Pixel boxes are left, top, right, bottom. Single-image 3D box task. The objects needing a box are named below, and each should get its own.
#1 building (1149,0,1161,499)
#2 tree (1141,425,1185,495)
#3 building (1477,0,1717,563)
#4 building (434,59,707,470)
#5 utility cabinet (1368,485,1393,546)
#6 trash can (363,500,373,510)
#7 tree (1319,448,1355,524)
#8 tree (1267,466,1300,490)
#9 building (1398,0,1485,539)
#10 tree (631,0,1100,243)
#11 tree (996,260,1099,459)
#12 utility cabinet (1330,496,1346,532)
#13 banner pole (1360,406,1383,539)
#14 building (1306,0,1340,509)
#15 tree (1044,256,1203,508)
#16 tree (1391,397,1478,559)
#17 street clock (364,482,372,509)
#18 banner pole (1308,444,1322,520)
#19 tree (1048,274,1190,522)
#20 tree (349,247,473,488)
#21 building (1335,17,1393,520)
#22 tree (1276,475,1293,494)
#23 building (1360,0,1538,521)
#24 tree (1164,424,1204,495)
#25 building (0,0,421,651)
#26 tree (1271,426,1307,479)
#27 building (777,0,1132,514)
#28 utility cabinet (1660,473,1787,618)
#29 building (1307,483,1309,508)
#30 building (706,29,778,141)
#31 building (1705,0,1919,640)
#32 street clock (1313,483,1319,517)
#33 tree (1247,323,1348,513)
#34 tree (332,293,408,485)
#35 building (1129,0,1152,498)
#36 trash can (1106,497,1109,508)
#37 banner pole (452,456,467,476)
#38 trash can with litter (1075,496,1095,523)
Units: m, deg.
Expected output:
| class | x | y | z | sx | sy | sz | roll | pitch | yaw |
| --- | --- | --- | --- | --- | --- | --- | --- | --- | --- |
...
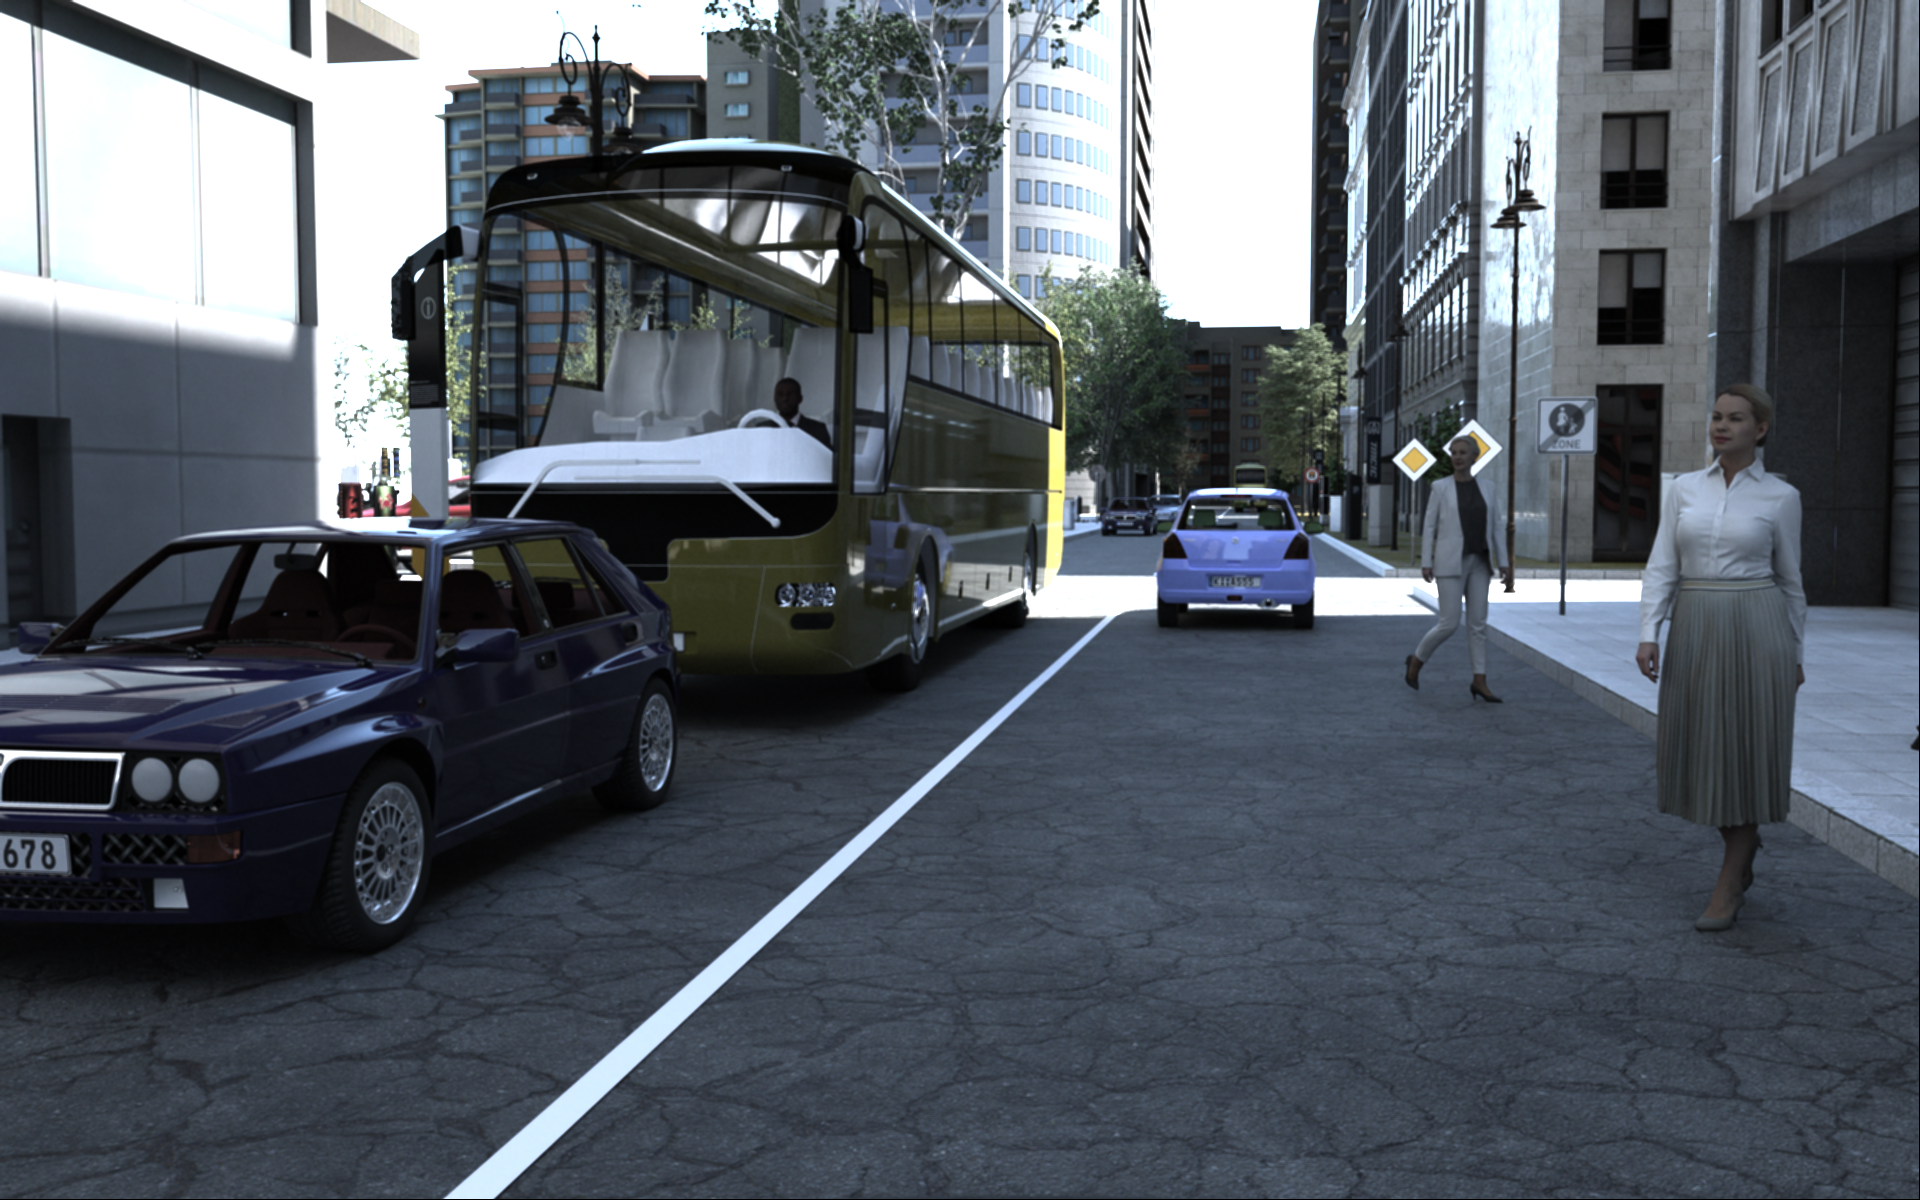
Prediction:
| class | x | y | z | sx | sy | sz | roll | pitch | yaw |
| --- | --- | --- | --- | --- | --- | --- | --- | --- | --- |
| building | 9.004 | -44.800 | 170.732 | 20.611 | 71.187 | 20.563 | 1 | 4 | 9 |
| tree | 14.982 | -11.081 | 131.538 | 4.737 | 8.622 | 4.395 | 0 | 3 | 0 |
| building | 20.130 | -11.057 | 35.533 | 16.860 | 20.320 | 10.420 | 1 | 4 | 9 |
| building | -36.898 | -32.009 | 177.963 | 28.867 | 44.769 | 22.147 | 1 | 4 | 9 |
| utility cabinet | 10.360 | -2.072 | 42.557 | 0.318 | 1.500 | 1.173 | 2 | 4 | 33 |
| trash can | -14.599 | -1.853 | 41.948 | 0.748 | 1.137 | 0.748 | 0 | 3 | 0 |
| tree | 15.855 | -4.824 | 73.477 | 1.663 | 3.219 | 1.824 | 0 | 3 | 0 |
| tree | 32.591 | -11.674 | 174.583 | 4.285 | 4.588 | 4.351 | 0 | 3 | 0 |
| building | 18.602 | -12.333 | 50.796 | 9.793 | 20.994 | 18.267 | 1 | 4 | 9 |
| tree | -1.831 | -11.364 | 41.696 | 12.611 | 20.169 | 13.585 | 0 | 3 | 0 |
| tree | 2.090 | -6.333 | 53.901 | 4.737 | 8.622 | 4.395 | 0 | 3 | 0 |
| utility cabinet | 12.896 | -2.917 | 58.861 | 0.306 | 1.237 | 1.020 | -1 | 4 | -9 |
| banner pole | 11.672 | -3.636 | 49.474 | 0.863 | 3.779 | 0.401 | -1 | 4 | -16 |
| building | 38.483 | -30.855 | 154.588 | 14.600 | 45.320 | 14.200 | 1 | 4 | 9 |
| tree | 8.072 | -11.331 | 91.911 | 9.857 | 13.997 | 8.962 | 0 | 3 | 0 |
| tree | 9.734 | -2.439 | 34.486 | 1.663 | 3.219 | 1.824 | 0 | 3 | 0 |
| street clock | -35.018 | -5.993 | 102.559 | 0.471 | 2.002 | 0.358 | 2 | 4 | 35 |
| banner pole | 17.695 | -5.868 | 85.965 | 0.863 | 3.779 | 0.401 | -1 | 4 | -15 |
| tree | 6.868 | -9.494 | 80.976 | 9.928 | 11.665 | 9.643 | 0 | 3 | 0 |
| tree | -15.894 | -6.189 | 51.546 | 4.737 | 8.622 | 4.395 | 0 | 3 | 0 |
| building | 27.836 | -18.817 | 93.566 | 13.634 | 28.700 | 20.117 | 1 | 4 | 9 |
| tree | 30.269 | -10.125 | 160.141 | 1.663 | 3.219 | 1.824 | 0 | 3 | 0 |
| building | 24.690 | -17.007 | 71.577 | 14.314 | 27.812 | 24.014 | 1 | 4 | 9 |
| tree | 22.875 | -13.936 | 178.209 | 4.360 | 8.622 | 3.978 | 0 | 3 | 0 |
| building | -20.860 | -25.669 | 8.925 | 27.495 | 52.752 | 28.713 | 1 | 4 | 9 |
| tree | 34.454 | -14.141 | 181.567 | 4.737 | 8.622 | 4.395 | 0 | 3 | 0 |
| building | 0.589 | -35.448 | 121.578 | 21.231 | 58.520 | 28.212 | 1 | 4 | 9 |
| utility cabinet | 7.800 | -0.553 | 17.714 | 1.173 | 1.500 | 0.318 | 0 | 4 | -3 |
| building | 41.186 | -29.690 | 169.018 | 14.154 | 41.232 | 14.086 | 1 | 4 | 9 |
| building | -12.015 | -33.637 | 173.663 | 21.600 | 48.544 | 21.300 | 1 | 4 | 9 |
| building | 13.297 | -11.710 | 9.476 | 12.078 | 24.808 | 19.932 | 1 | 4 | 9 |
| street clock | 20.200 | -5.735 | 98.330 | 0.358 | 2.002 | 0.471 | 0 | 4 | -6 |
| tree | 22.887 | -12.014 | 114.557 | 7.486 | 12.596 | 7.792 | 0 | 3 | 0 |
| tree | -22.257 | -6.886 | 62.944 | 4.360 | 8.622 | 3.978 | 0 | 3 | 0 |
| building | 4.838 | -31.968 | 146.378 | 21.300 | 48.544 | 21.600 | 1 | 4 | 9 |
| trash can | 8.379 | -5.331 | 98.811 | 0.748 | 1.137 | 0.748 | 0 | 3 | 0 |
| banner pole | -30.744 | -7.065 | 105.526 | 0.863 | 3.779 | 0.401 | 0 | 4 | 5 |
| trash can with litter | 5.298 | -4.132 | 78.616 | 1.678 | 1.210 | 2.233 | 0 | 4 | 4 |
